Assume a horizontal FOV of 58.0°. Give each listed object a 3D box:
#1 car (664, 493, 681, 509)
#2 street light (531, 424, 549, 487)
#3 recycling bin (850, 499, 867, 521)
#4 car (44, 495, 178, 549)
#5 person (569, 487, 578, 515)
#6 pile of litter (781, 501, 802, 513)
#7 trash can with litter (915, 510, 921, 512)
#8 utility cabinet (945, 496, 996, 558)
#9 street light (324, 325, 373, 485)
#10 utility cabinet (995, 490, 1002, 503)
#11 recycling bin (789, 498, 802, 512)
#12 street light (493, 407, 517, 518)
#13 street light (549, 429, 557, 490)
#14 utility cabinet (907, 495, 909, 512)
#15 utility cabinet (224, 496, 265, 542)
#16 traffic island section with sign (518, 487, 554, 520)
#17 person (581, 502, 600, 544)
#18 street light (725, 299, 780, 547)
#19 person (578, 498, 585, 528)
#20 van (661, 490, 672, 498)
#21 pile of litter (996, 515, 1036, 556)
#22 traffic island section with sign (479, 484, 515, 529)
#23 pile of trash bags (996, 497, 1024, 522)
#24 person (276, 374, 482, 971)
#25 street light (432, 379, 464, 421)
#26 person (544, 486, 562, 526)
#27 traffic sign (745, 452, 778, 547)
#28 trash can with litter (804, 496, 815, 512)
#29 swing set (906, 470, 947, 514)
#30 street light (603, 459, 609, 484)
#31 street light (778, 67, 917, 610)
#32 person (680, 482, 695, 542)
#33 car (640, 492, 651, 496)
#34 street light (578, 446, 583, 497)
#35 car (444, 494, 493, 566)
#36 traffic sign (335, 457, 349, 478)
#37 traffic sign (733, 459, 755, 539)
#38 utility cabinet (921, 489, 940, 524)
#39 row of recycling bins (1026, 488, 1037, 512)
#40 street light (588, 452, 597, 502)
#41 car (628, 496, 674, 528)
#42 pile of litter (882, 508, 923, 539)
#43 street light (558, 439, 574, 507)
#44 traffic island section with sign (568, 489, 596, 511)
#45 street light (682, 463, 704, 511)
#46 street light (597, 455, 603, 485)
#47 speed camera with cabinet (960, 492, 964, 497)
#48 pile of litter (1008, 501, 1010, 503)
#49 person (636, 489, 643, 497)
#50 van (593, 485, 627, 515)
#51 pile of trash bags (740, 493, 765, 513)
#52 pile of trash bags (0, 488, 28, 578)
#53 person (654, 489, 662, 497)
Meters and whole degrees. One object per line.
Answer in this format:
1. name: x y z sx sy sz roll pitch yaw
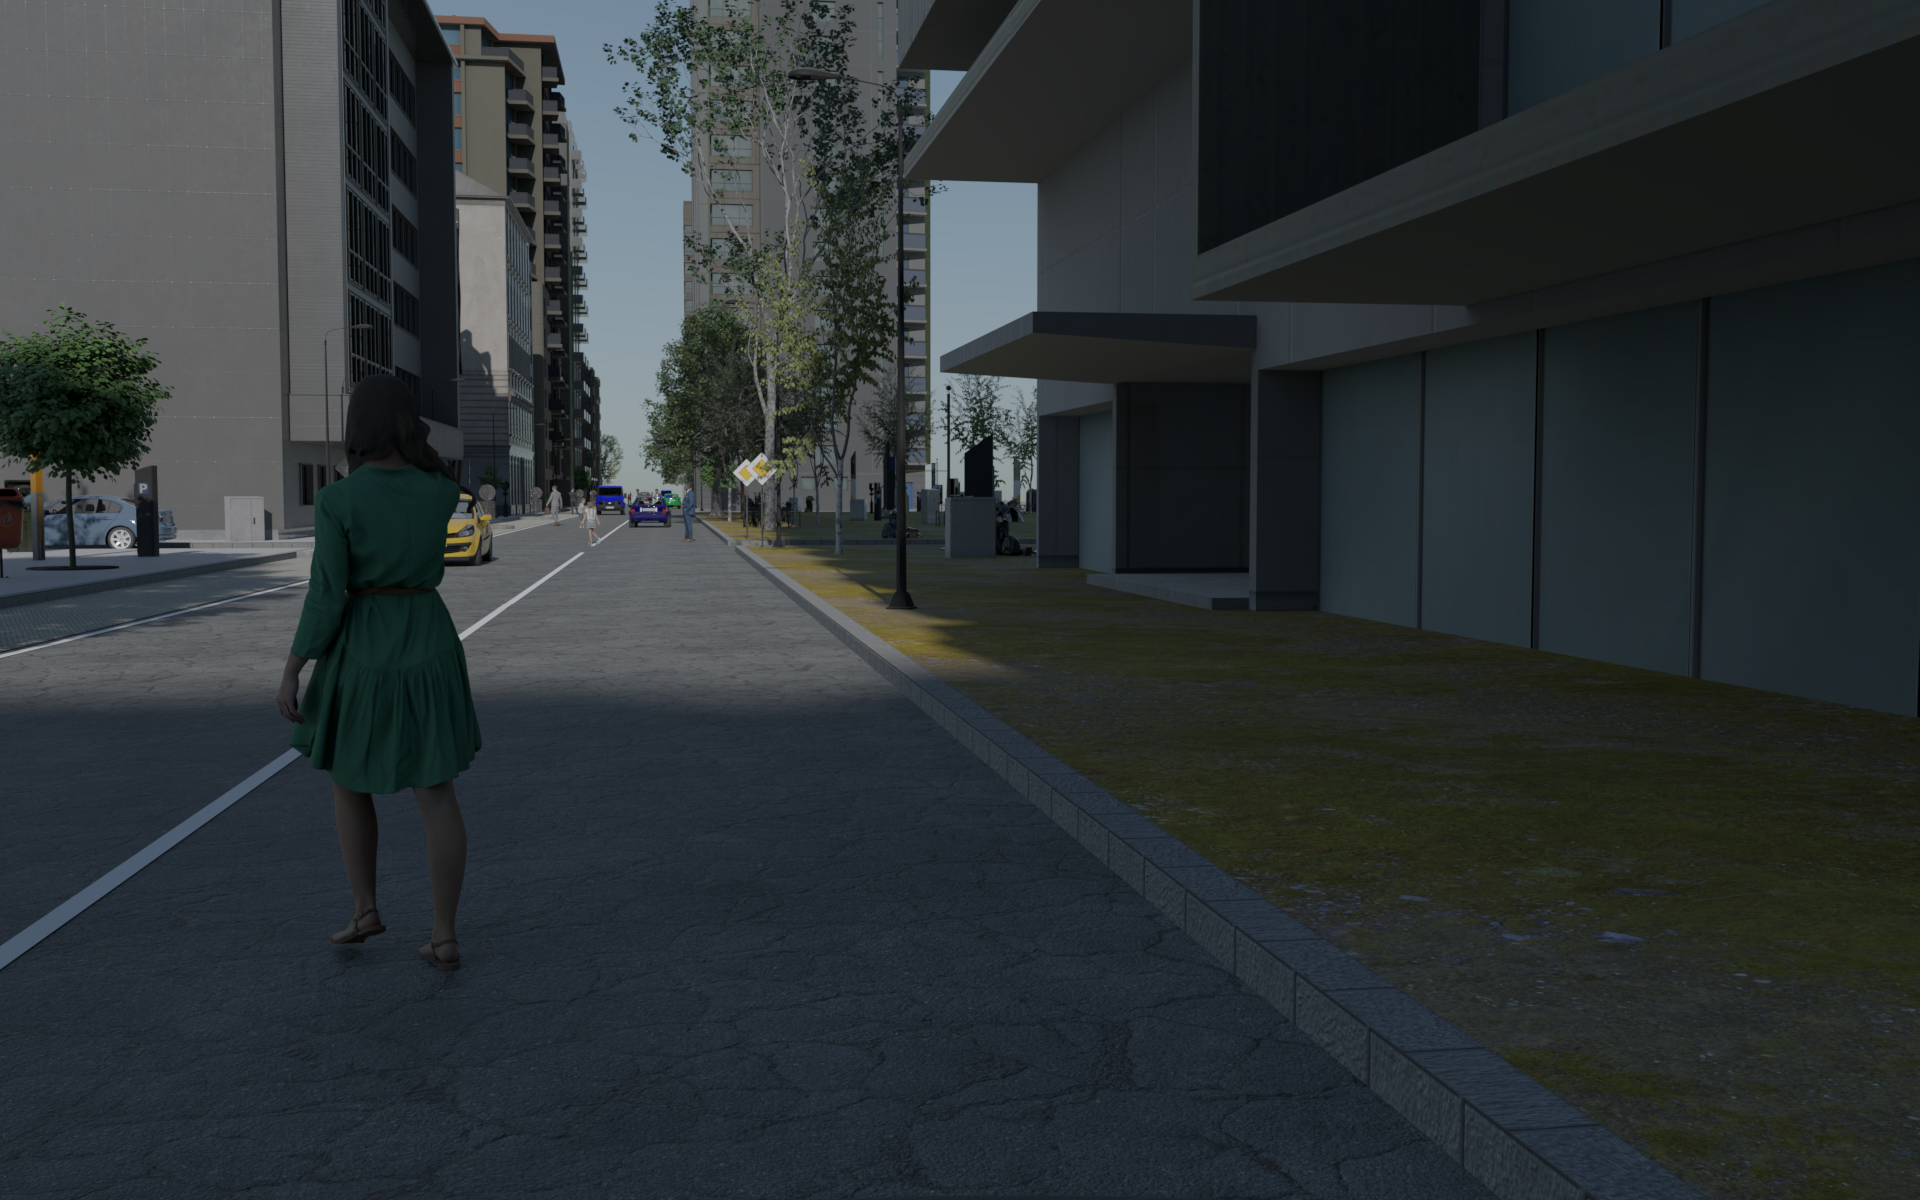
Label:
1. car: -28.099 -9.770 168.539 1.959 1.807 4.718 -1 4 -11
2. street light: -28.124 -8.674 114.360 1.470 5.913 1.316 -1 4 -10
3. recycling bin: -4.920 -4.371 84.013 0.722 1.027 0.722 1 4 9
4. car: -22.194 -1.934 43.623 4.499 1.417 2.014 -1 4 -8
5. person: -26.838 -6.878 120.312 0.648 1.900 0.474 0 4 1
6. pile of litter: -11.456 -6.314 117.195 1.719 0.858 1.176 -1 4 -14
7. trash can with litter: -2.342 -6.925 124.285 1.678 1.210 2.233 -3 5 -41
8. utility cabinet: 0.209 -1.457 34.976 1.020 1.237 0.306 -2 4 -25
9. street light: -16.782 -4.584 47.497 1.470 5.913 1.316 -1 4 -10
10. utility cabinet: 1.816 -5.365 96.403 1.173 1.500 0.318 -3 5 -41
11. recycling bin: -11.795 -6.818 124.033 0.722 1.027 0.722 1 4 20
12. street light: -24.226 -7.316 92.165 1.470 5.913 1.316 -1 4 -10
13. street light: -29.598 -9.219 123.272 1.470 5.913 1.316 -1 4 -10
14. utility cabinet: -3.776 -6.849 123.149 0.306 1.237 1.020 0 4 -6
15. utility cabinet: -19.437 -2.197 47.078 0.306 1.237 1.020 2 4 34
16. traffic island section with sign: -23.708 -5.414 97.141 1.989 1.847 2.006 -1 4 -10
17. person: -10.512 -2.188 49.293 0.505 1.210 0.382 -3 5 -43
18. street light: -4.903 -4.219 41.517 1.470 5.913 1.316 -1 4 -10
19. person: -16.007 -3.679 73.342 0.352 1.250 0.332 0 4 8
20. van: -46.031 -16.327 271.324 2.240 2.365 5.245 -1 4 -10
21. pile of litter: 0.933 -1.376 36.462 1.176 0.858 1.719 -3 4 -37
22. traffic island section with sign: -19.222 -3.788 70.561 1.989 1.847 2.006 -1 4 -10
23. pile of trash bags: 1.379 -4.332 80.572 1.912 1.369 3.447 -3 5 -40
24. person: -1.742 0.211 5.297 0.529 1.795 0.600 3 5 40
25. street light: -20.620 -5.943 69.702 1.470 5.913 1.316 -1 4 -10
26. person: -18.251 -4.241 77.955 0.853 1.813 0.709 2 4 32
27. traffic sign: -4.754 -2.321 41.590 0.795 2.450 0.064 -1 4 -10
28. trash can with litter: -10.582 -6.740 121.584 0.624 1.170 1.055 1 4 10
29. swing set: -2.344 -7.162 114.714 3.119 2.851 2.862 0 4 -5
30. street light: -47.197 -15.575 227.185 1.470 5.913 1.316 -1 4 -10
31. street light: -1.190 -2.849 19.127 1.470 5.913 1.316 -1 4 -10
32. person: -8.126 -2.639 51.833 0.419 1.800 0.721 -1 4 -21
33. car: -50.418 -16.409 276.963 2.281 1.827 5.304 -1 4 -11
34. street light: -37.208 -11.948 167.885 1.470 5.913 1.316 -1 4 -10
35. car: -10.615 -1.551 35.587 2.015 1.641 3.980 -1 4 -10
36. traffic sign: -14.020 -2.227 40.048 0.795 2.450 0.064 -1 4 -10
37. traffic sign: -6.087 -2.803 49.464 0.795 2.450 0.064 -1 4 -10
38. utility cabinet: -1.241 -3.973 73.644 0.318 1.500 1.173 2 4 26
39. row of recycling bins: 5.864 -7.234 125.389 1.069 1.692 3.534 -2 4 -26
40. street light: -40.898 -13.307 190.115 1.470 5.913 1.316 -1 4 -10
41. car: -13.422 -3.824 75.106 1.945 1.354 3.894 0 4 -8
42. pile of litter: -1.625 -2.234 50.497 1.176 0.858 1.719 3 4 38
43. street light: -33.360 -10.578 145.490 1.470 5.913 1.316 -1 4 -10
44. traffic island section with sign: -32.054 -8.422 146.331 1.989 1.847 2.006 -1 4 -10
45. street light: -20.165 -9.716 131.391 1.470 5.913 1.316 -1 4 -10
46. street light: -43.377 -14.216 204.977 1.470 5.913 1.316 -1 4 -10
47. speed camera with cabinet: 0.360 -7.209 112.197 2.038 3.252 0.660 -1 4 -22
48. pile of litter: 3.227 -6.462 119.623 1.176 0.858 1.719 1 4 16
49. person: -21.831 -6.661 117.762 0.721 1.781 0.623 -2 4 -32
50. van: -24.156 -7.055 119.738 2.240 2.365 5.245 -1 4 -10
51. pile of trash bags: -14.205 -6.715 119.543 1.912 1.369 3.447 -3 4 -37
52. pile of trash bags: -15.571 -0.956 25.378 3.447 1.369 1.912 -3 5 -41
53. person: -20.015 -6.481 114.816 0.623 1.781 0.721 0 4 5
